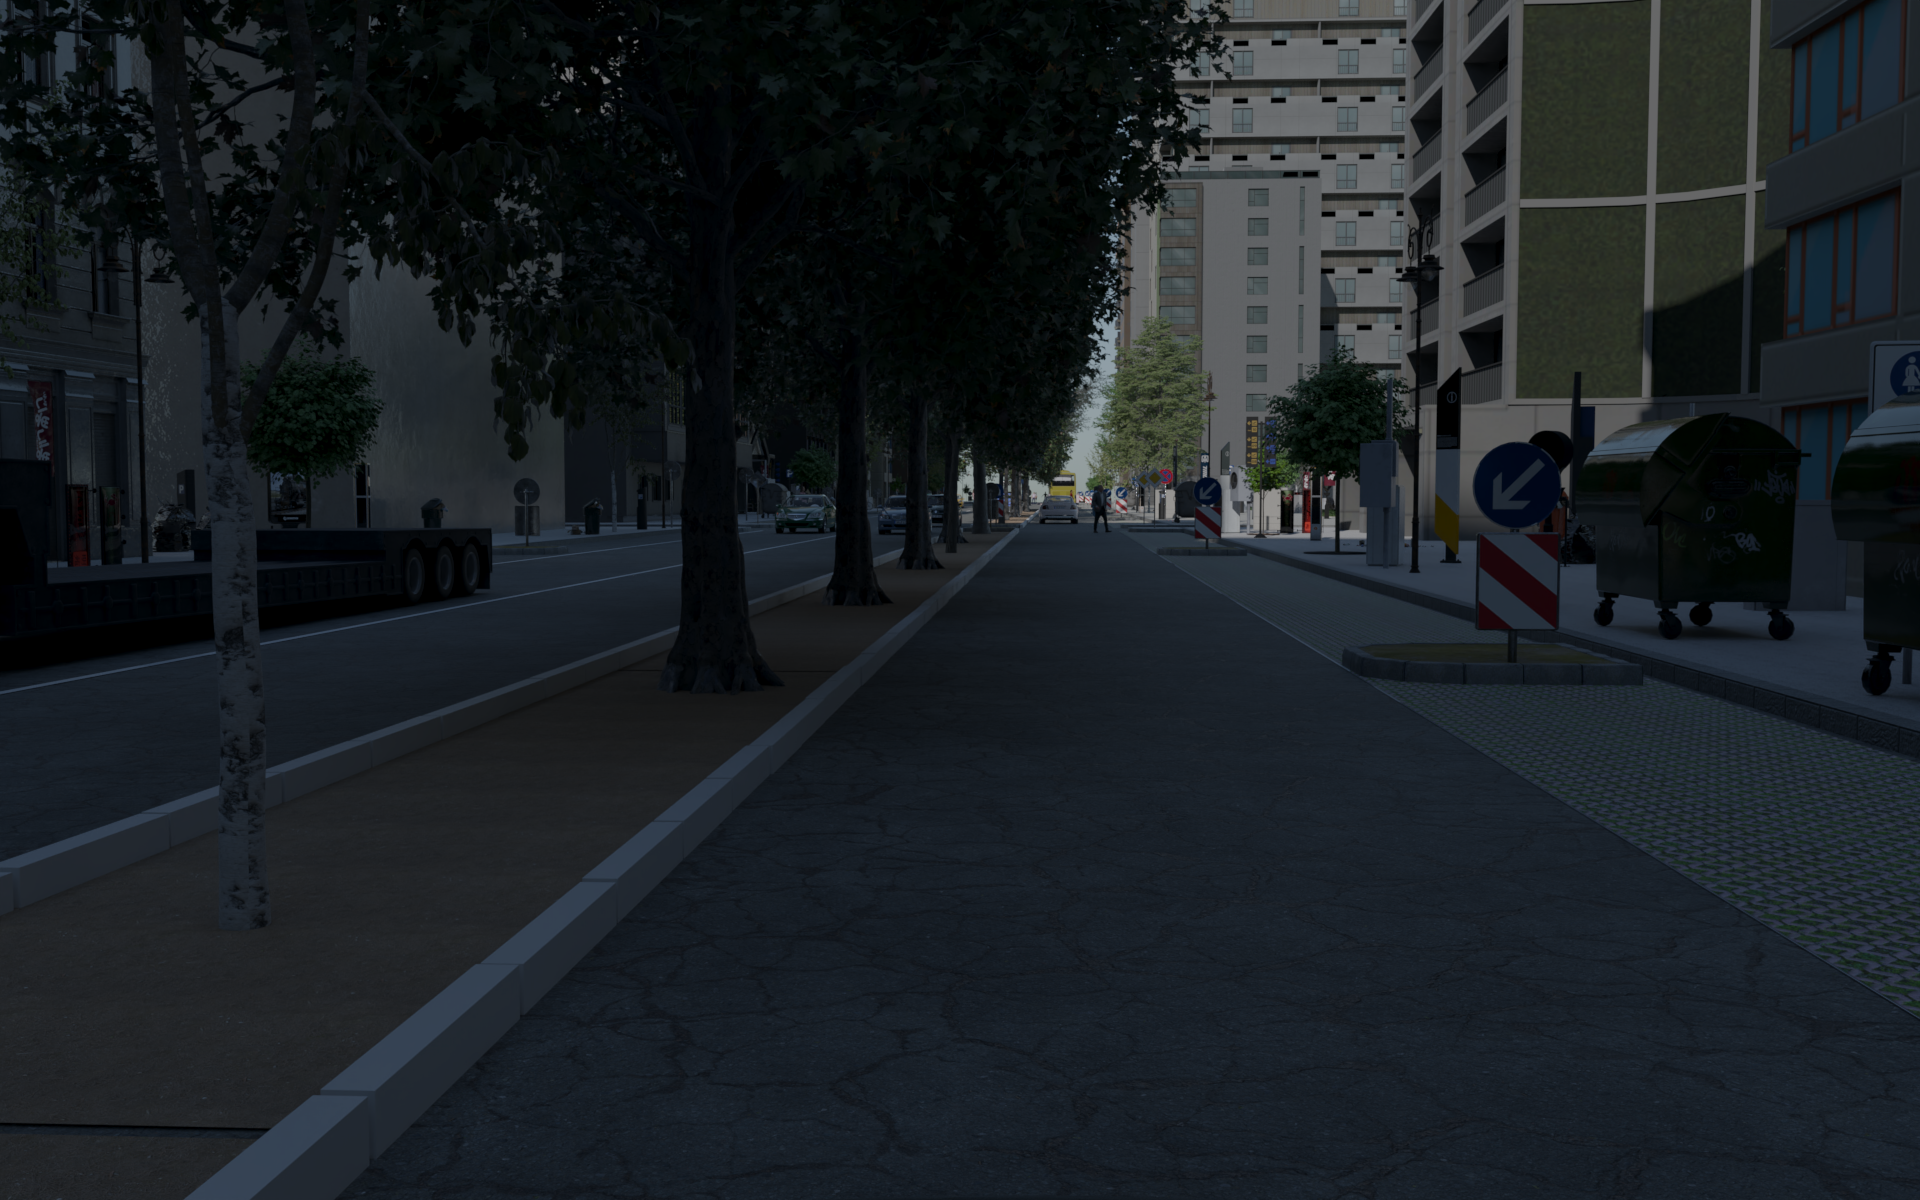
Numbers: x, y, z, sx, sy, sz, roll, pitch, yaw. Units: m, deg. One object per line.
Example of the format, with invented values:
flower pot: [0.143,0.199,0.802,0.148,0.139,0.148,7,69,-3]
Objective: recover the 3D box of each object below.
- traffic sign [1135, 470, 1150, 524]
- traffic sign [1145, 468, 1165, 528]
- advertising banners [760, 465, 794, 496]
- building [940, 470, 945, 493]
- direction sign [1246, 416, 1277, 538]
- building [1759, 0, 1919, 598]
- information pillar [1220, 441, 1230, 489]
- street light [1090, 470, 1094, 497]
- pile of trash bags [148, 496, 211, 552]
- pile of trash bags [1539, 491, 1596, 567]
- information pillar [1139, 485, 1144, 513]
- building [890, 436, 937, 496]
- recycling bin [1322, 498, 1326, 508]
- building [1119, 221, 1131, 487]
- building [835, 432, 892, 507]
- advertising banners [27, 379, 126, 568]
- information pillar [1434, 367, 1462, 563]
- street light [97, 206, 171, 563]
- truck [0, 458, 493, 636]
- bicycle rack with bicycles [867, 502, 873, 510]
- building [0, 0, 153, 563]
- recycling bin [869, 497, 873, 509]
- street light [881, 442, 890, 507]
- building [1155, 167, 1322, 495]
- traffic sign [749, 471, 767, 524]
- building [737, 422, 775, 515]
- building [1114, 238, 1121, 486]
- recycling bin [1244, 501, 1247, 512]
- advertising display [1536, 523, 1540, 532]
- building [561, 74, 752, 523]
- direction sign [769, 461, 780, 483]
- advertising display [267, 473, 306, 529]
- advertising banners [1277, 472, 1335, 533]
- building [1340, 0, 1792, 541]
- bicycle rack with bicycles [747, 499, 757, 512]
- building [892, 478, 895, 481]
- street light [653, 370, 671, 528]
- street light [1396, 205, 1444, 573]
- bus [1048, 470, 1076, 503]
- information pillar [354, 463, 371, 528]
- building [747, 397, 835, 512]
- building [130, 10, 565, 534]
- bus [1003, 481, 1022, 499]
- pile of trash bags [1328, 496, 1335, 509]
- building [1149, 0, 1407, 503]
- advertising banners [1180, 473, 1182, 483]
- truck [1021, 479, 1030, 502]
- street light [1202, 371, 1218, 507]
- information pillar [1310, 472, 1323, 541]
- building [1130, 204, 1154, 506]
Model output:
traffic sign: [7.796,-4.262,73.333,0.795,2.450,0.064,0,4,3]
traffic sign: [7.346,-3.775,65.360,0.795,2.450,0.064,0,4,3]
advertising banners: [-11.046,-6.637,104.699,2.074,3.025,0.090,0,4,5]
building: [-15.460,-27.045,287.230,27.650,21.520,28.899,0,4,3]
direction sign: [8.796,-3.585,50.619,0.876,3.537,0.379,0,4,7]
building: [24.324,-10.021,8.878,27.650,21.520,28.899,0,4,3]
information pillar: [11.779,-5.234,76.923,0.504,3.616,0.183,-2,4,-32]
street light: [23.162,-20.460,307.301,0.468,5.910,1.993,0,4,3]
pile of trash bags: [-18.133,-1.759,38.517,1.912,1.369,3.447,2,4,34]
pile of trash bags: [11.626,-1.333,31.554,3.447,1.369,1.912,-3,4,-38]
information pillar: [12.079,-6.775,115.260,0.304,2.012,0.304,-1,4,-14]
building: [-10.518,-37.556,264.146,14.600,45.320,14.200,0,4,3]
recycling bin: [22.065,-5.716,106.009,0.722,1.027,0.722,0,4,1]
building: [29.551,-36.181,241.671,14.600,45.320,14.200,0,4,3]
building: [-21.653,-19.565,164.919,27.650,21.520,28.899,0,4,3]
advertising banners: [-13.999,-1.914,27.489,0.090,3.025,2.074,1,4,12]
information pillar: [9.070,-2.495,32.155,0.183,3.616,0.504,-3,5,-42]
street light: [-13.334,-3.388,28.175,0.468,5.910,1.993,0,4,3]
truck: [-8.572,-1.587,15.698,2.967,4.110,18.799,0,4,4]
bicycle rack with bicycles: [-8.486,-7.556,136.923,2.925,0.926,2.852,0,4,5]
building: [-21.858,-10.849,26.529,9.793,20.994,18.267,0,4,3]
recycling bin: [-7.844,-8.170,146.131,0.722,1.027,0.722,-3,4,-36]
street light: [-6.520,-10.745,148.468,0.468,5.910,1.993,0,4,3]
building: [24.756,-23.580,157.236,14.160,30.474,14.107,0,4,3]
traffic sign: [-8.671,-4.320,74.279,0.795,2.450,0.064,0,4,3]
building: [-20.440,-14.806,109.534,16.820,18.784,16.811,0,4,3]
building: [37.213,-38.964,291.688,22.147,44.769,28.867,0,4,3]
recycling bin: [20.155,-6.849,124.538,0.722,1.027,0.722,-1,4,-16]
advertising display: [12.408,-1.921,36.630,0.123,1.923,0.974,0,4,1]
building: [-19.715,-18.061,88.810,14.314,27.812,24.014,0,4,3]
direction sign: [-12.825,-7.791,119.378,0.876,3.537,0.379,0,4,8]
advertising display: [-15.759,-2.169,40.673,0.123,1.923,0.974,3,5,43]
advertising banners: [11.374,-3.688,56.487,2.074,3.025,0.090,0,4,-8]
building: [23.171,-37.377,49.372,20.563,71.187,20.611,0,4,3]
bicycle rack with bicycles: [-14.694,-6.632,121.813,2.925,0.926,2.852,2,4,31]
building: [-21.732,-36.907,192.675,28.713,52.752,27.495,0,4,3]
street light: [-11.111,-5.627,64.788,0.468,5.910,1.993,0,4,3]
street light: [7.403,-3.378,28.018,0.468,5.910,1.993,0,4,3]
bus: [10.369,-11.323,176.677,2.896,3.916,12.252,0,4,2]
information pillar: [-14.308,-2.264,41.508,0.304,2.012,0.304,0,4,-6]
building: [-16.609,-18.435,131.088,12.332,23.373,15.834,0,4,3]
building: [-32.064,-15.285,54.418,34.151,26.468,19.350,0,4,3]
bus: [6.201,-13.363,213.336,2.948,3.499,13.247,0,4,3]
pile of trash bags: [29.533,-7.533,132.915,3.447,1.369,1.912,1,4,15]
building: [33.466,-35.940,176.861,28.713,52.752,27.495,0,4,3]
advertising banners: [15.963,-7.802,123.749,0.090,3.025,2.074,2,4,24]
truck: [9.942,-17.892,282.291,2.967,4.110,18.799,0,4,3]
street light: [9.332,-5.631,64.847,0.468,5.910,1.993,0,4,3]
information pillar: [9.818,-2.642,47.693,0.304,2.012,0.304,1,4,17]
building: [30.758,-40.547,204.941,21.231,58.520,28.212,0,4,3]
